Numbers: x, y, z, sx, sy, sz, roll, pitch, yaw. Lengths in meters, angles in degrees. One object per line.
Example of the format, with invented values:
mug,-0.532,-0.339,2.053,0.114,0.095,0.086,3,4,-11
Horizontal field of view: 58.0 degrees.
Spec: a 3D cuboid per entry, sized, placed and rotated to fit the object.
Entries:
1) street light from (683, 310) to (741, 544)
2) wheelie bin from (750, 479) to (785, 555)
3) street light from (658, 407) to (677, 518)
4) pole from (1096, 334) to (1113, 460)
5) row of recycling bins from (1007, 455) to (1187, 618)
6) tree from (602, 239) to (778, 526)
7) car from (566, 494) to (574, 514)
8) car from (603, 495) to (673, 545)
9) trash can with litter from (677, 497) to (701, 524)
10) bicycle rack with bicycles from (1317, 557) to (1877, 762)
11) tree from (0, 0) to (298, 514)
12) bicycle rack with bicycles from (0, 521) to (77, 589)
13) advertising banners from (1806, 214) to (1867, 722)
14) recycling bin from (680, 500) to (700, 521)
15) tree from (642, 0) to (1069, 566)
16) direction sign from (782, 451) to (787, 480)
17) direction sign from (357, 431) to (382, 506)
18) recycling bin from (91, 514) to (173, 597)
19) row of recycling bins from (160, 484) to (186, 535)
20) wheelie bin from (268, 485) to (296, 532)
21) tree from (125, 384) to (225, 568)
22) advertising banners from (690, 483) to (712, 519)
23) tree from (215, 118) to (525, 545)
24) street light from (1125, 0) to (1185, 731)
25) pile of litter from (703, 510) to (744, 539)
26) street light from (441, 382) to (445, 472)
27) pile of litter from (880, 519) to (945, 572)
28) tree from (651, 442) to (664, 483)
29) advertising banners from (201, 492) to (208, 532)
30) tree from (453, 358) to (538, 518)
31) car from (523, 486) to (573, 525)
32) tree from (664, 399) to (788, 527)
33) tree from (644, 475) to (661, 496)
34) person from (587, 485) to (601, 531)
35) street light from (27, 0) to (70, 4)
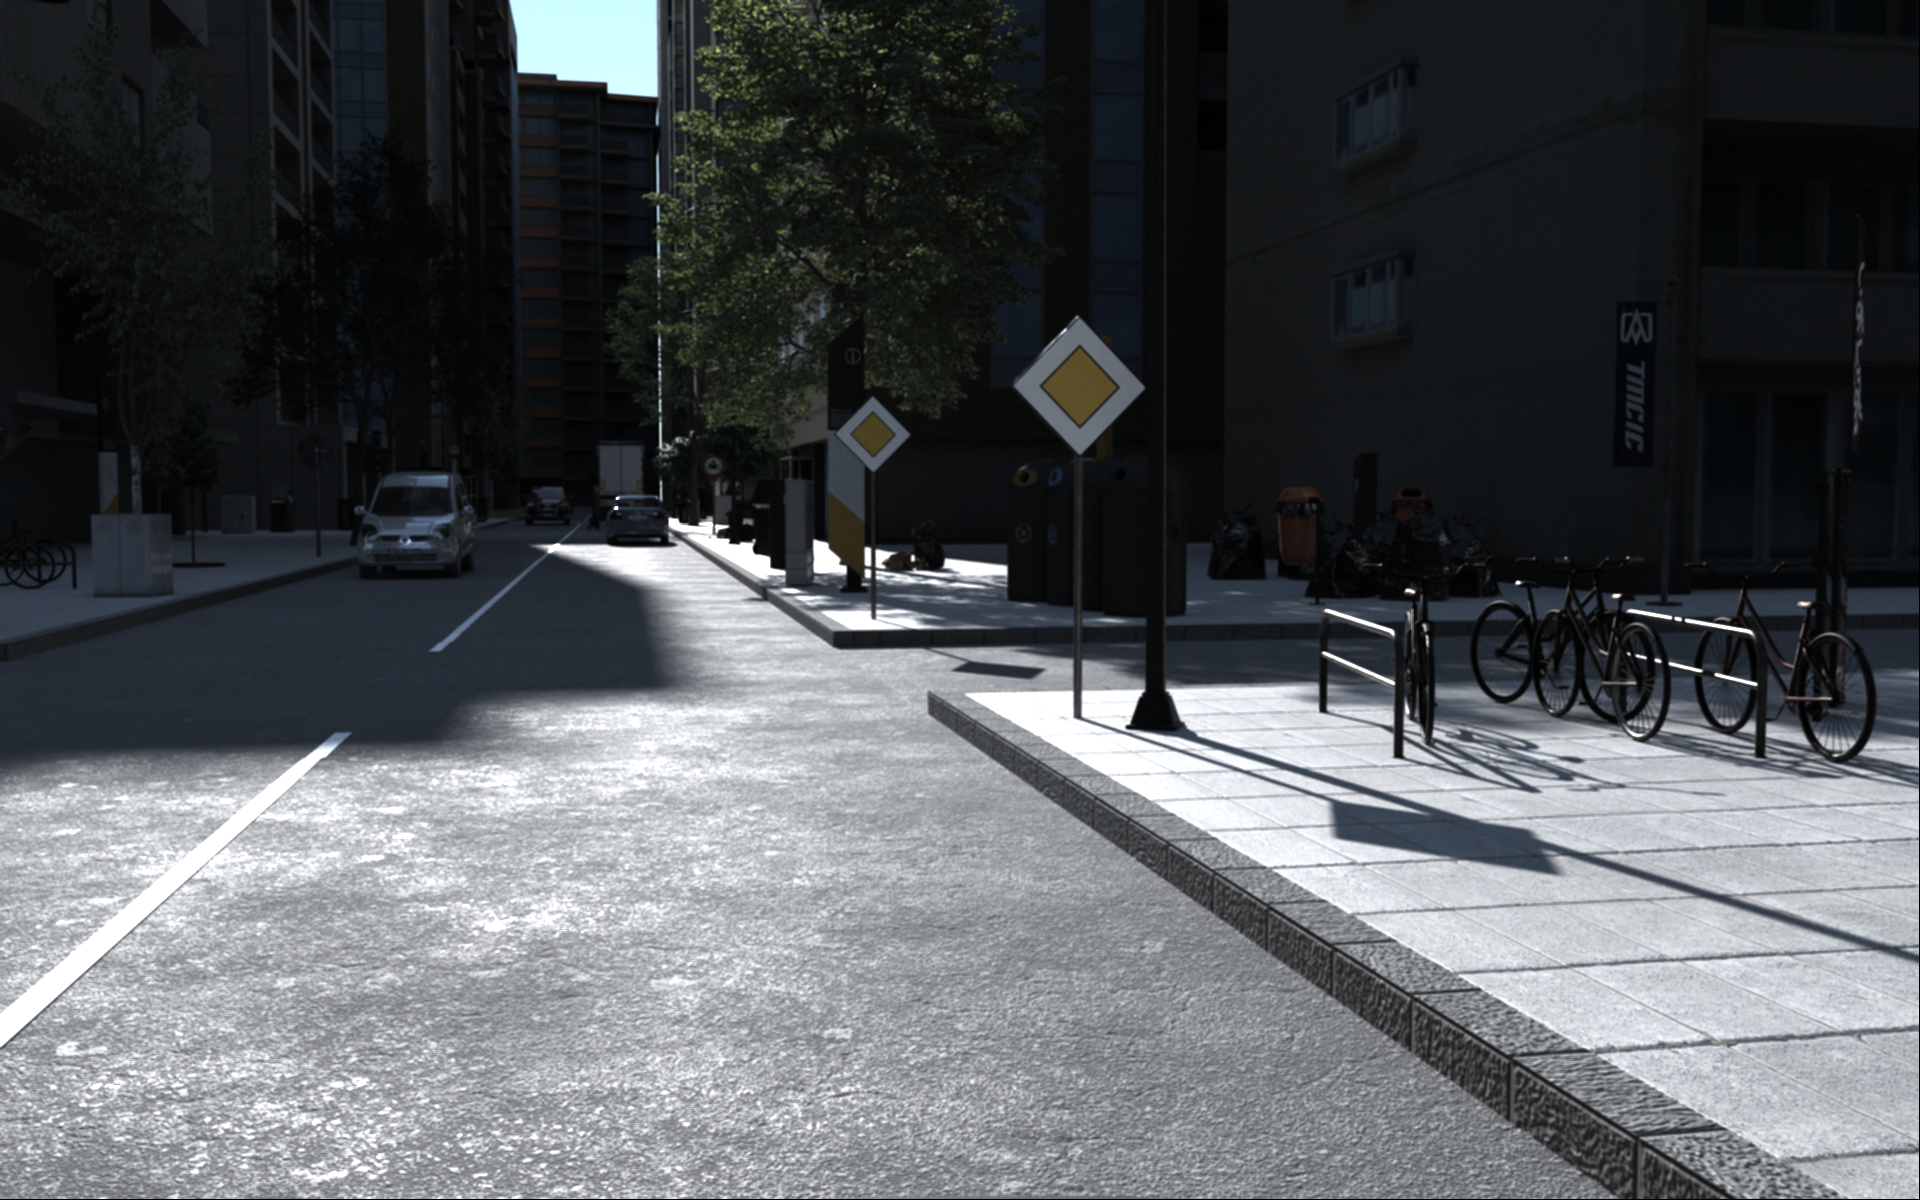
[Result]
street light,-6.309,-4.372,44.021,1.470,5.913,1.316,-1,4,-11
wheelie bin,-4.028,-1.772,36.886,0.980,1.594,0.693,2,4,25
street light,-15.662,-7.267,91.349,1.470,5.913,1.316,-1,4,-11
pole,1.858,-1.739,22.274,0.158,3.312,0.155,0,3,0
row of recycling bins,1.519,-0.766,19.638,1.069,1.692,3.534,-1,4,-21
tree,-10.475,-8.757,68.927,9.928,11.665,9.643,0,3,0
car,-28.463,-6.930,123.085,2.009,1.686,4.222,-1,4,-9
car,-9.352,-2.344,50.333,2.014,1.417,4.499,-1,4,-10
trash can with litter,-11.734,-3.894,75.052,1.055,1.170,0.624,1,4,13
bicycle rack with bicycles,3.149,0.241,9.445,2.852,0.926,2.925,0,4,1
tree,-12.675,-4.689,27.029,4.737,8.622,4.395,0,3,0
bicycle rack with bicycles,-13.463,-0.621,23.543,2.925,0.926,2.852,-3,5,-40
advertising banners,5.333,-0.874,10.471,0.090,3.025,2.074,2,4,32
recycling bin,-12.364,-4.084,79.329,0.722,1.027,0.722,1,4,9
tree,-1.551,-6.888,30.754,7.486,12.596,7.792,0,3,0
direction sign,-6.436,-4.375,63.521,0.379,3.537,0.876,0,4,3
direction sign,-21.160,-4.288,62.109,0.876,3.537,0.379,0,4,7
recycling bin,-10.442,-0.570,21.866,0.722,1.027,0.722,0,4,-2
row of recycling bins,-26.023,-2.859,53.852,3.534,1.692,1.069,-1,4,-22
wheelie bin,-22.804,-3.081,58.279,0.980,1.594,0.693,1,4,8
tree,-13.605,-2.212,30.770,1.663,3.219,1.824,0,3,0
advertising banners,-13.265,-5.698,89.356,2.074,3.025,0.090,3,5,44
tree,-14.704,-6.629,42.795,7.601,10.594,8.767,0,4,5
street light,0.543,-2.246,9.260,1.470,5.913,1.316,-1,4,-11
pile of litter,-6.502,-2.196,49.871,1.719,0.858,1.176,1,4,9
street light,-18.299,-5.543,63.176,1.470,5.913,1.316,-1,4,-11
pile of litter,-0.842,-0.952,29.531,1.176,0.858,1.719,2,4,28
tree,-13.324,-6.284,86.460,4.285,4.588,4.351,0,3,0
advertising banners,-25.641,-3.820,58.639,0.090,3.025,2.074,-2,4,-28
tree,-24.725,-8.672,92.146,4.737,8.622,4.395,0,3,0
car,-19.286,-4.429,81.079,2.281,1.827,5.304,-1,4,-13
tree,-7.472,-4.621,59.269,4.285,4.588,4.351,0,3,0
tree,-28.370,-10.199,161.350,1.663,3.219,1.824,0,3,0
person,-14.317,-3.607,67.898,0.576,1.772,0.534,3,5,44
street light,-8.867,-2.655,15.952,1.470,5.913,1.316,-1,4,-11
